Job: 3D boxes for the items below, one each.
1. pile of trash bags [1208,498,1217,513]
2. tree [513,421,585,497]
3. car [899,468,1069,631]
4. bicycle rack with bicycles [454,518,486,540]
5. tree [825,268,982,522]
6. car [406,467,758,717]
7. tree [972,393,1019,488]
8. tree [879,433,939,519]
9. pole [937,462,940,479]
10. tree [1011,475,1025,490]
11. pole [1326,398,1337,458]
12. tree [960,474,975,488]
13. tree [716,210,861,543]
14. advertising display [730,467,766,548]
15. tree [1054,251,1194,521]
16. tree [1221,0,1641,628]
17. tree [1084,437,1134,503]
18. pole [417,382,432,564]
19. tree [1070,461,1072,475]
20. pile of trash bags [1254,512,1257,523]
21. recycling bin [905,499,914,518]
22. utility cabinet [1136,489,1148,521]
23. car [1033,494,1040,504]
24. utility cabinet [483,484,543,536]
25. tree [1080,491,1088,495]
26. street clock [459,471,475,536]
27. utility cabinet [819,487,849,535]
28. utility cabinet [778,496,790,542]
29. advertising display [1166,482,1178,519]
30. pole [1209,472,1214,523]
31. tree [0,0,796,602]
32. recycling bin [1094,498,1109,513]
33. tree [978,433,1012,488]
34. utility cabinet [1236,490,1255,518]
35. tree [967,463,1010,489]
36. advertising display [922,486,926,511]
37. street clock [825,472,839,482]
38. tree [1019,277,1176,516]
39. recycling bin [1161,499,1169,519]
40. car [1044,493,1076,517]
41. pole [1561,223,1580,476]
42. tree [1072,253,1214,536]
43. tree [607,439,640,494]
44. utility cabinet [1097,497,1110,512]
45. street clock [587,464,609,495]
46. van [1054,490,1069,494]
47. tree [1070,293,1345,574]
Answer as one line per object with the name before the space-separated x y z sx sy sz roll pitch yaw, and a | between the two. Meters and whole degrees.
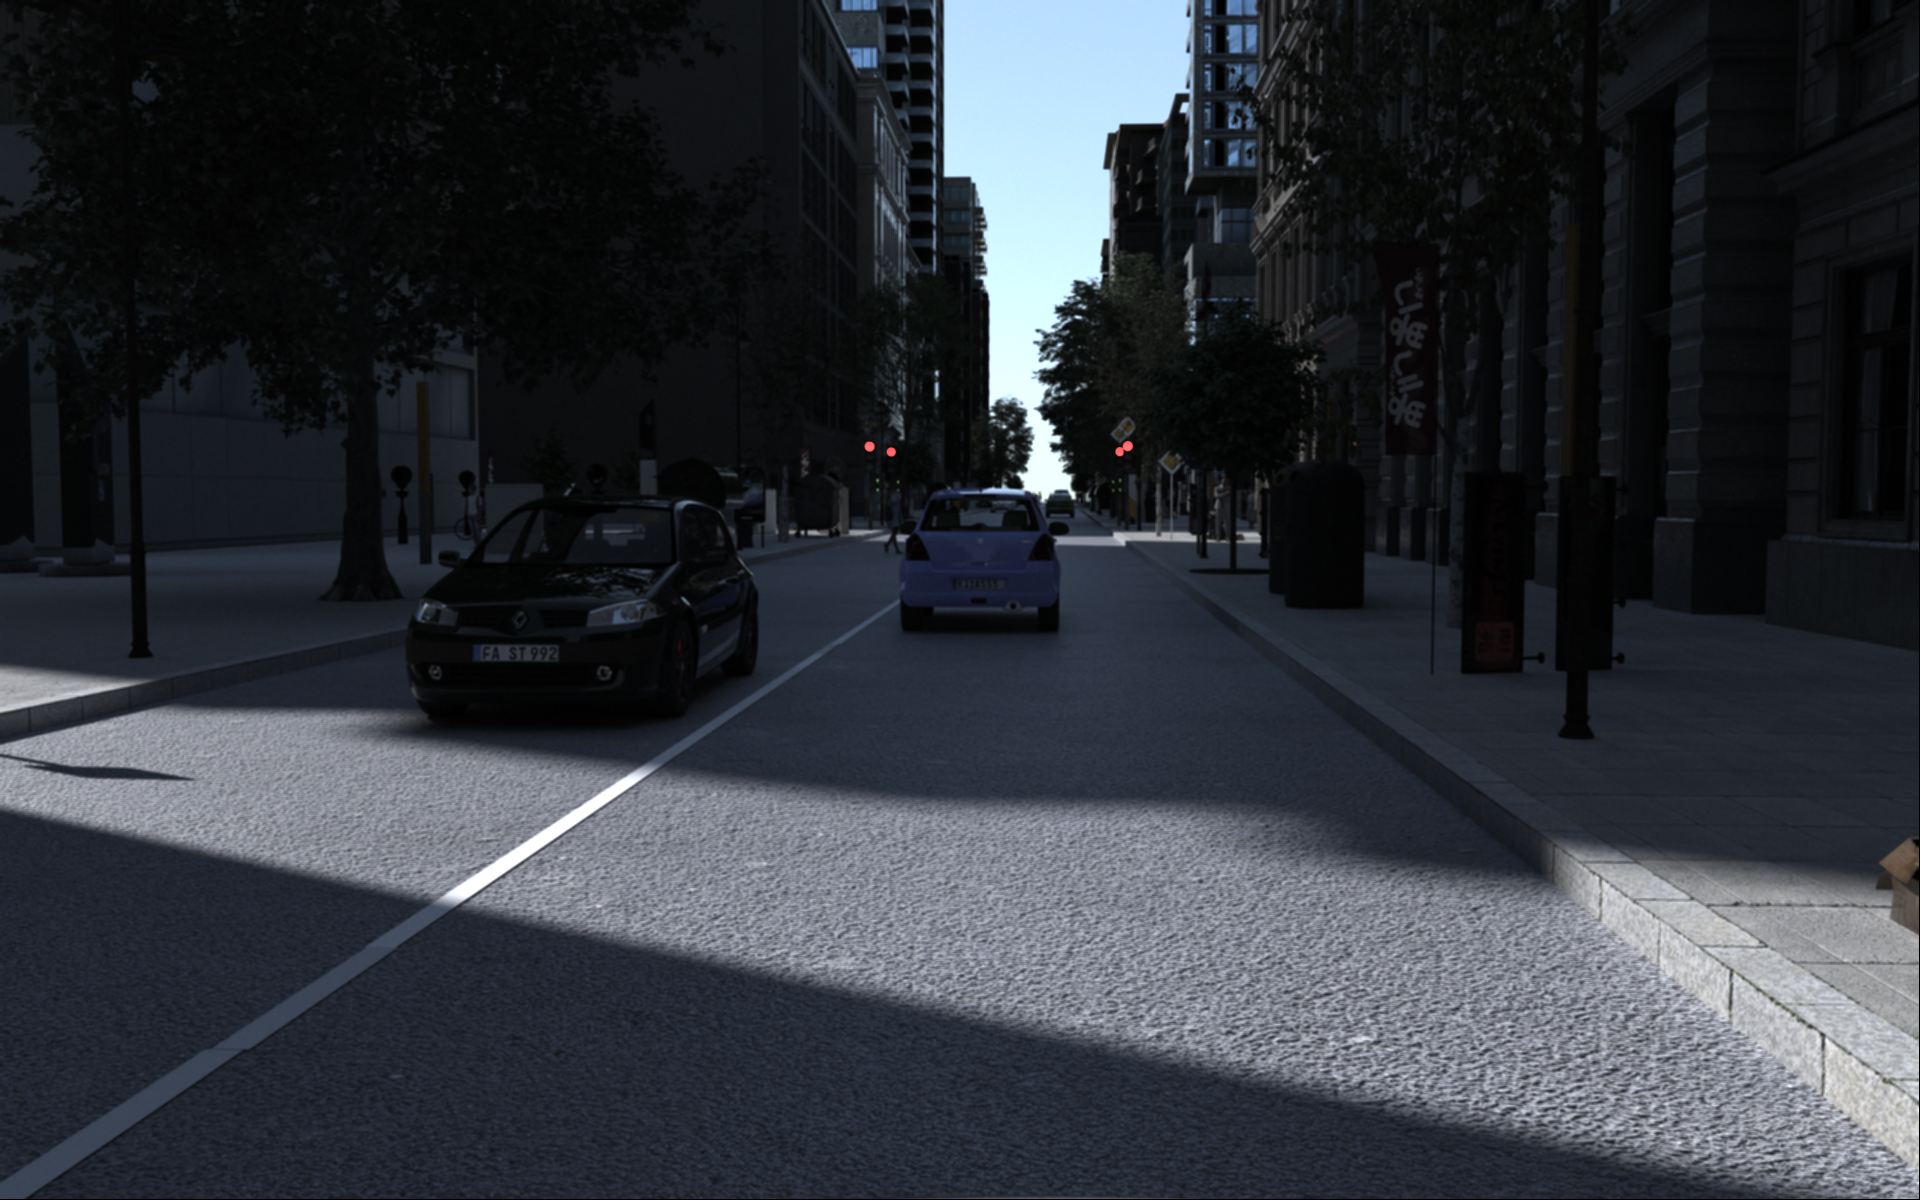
pile of trash bags | 16.476 -5.901 106.238 3.447 1.369 1.912 -1 4 -12
tree | -10.613 -3.119 45.590 1.663 3.219 1.824 0 3 0
car | 0.260 -0.601 19.422 1.945 1.707 3.694 0 4 2
bicycle rack with bicycles | -12.576 -2.192 49.220 2.925 0.926 2.852 0 4 2
tree | -2.534 -9.398 79.410 9.928 11.665 9.643 0 3 0
car | -2.556 -0.160 12.400 2.009 1.686 4.222 0 4 3
tree | 5.068 -19.207 220.686 9.857 13.997 8.962 0 3 0
tree | -2.711 -6.498 89.963 4.285 4.588 4.351 0 3 0
pole | -1.354 -7.161 110.927 0.158 3.312 0.155 0 3 0
tree | 8.706 -17.998 277.978 4.285 4.588 4.351 0 3 0
pole | 7.920 -2.639 36.995 0.158 3.312 0.155 0 3 0
tree | 0.898 -9.735 153.767 1.663 3.219 1.824 0 3 0
tree | -4.638 -5.825 45.596 4.360 8.622 3.978 0 3 0
advertising display | -5.137 -2.217 41.456 0.974 1.923 0.123 0 4 8
tree | 7.995 -9.948 80.784 7.486 12.596 7.792 0 3 0
tree | 4.741 -4.054 16.643 4.737 8.622 4.395 0 3 0
tree | 10.195 -10.010 114.018 4.737 8.622 4.395 0 3 0
pole | -9.788 -2.312 31.641 0.158 3.312 0.155 0 3 0
tree | 11.050 -11.249 134.284 4.360 8.622 3.978 0 3 0
pile of trash bags | 14.009 -4.039 75.782 1.912 1.369 3.447 0 4 1
recycling bin | -2.976 -4.929 93.141 0.722 1.027 0.722 3 4 37
utility cabinet | 8.464 -4.361 79.975 1.173 1.500 0.318 0 4 3
car | 11.186 -15.572 264.188 1.945 1.707 3.694 0 4 2
utility cabinet | -9.645 -1.765 37.540 1.173 1.500 0.318 0 4 -2
tree | 14.892 -12.710 202.402 1.663 3.219 1.824 0 3 0
street clock | -15.167 -2.982 53.326 0.471 2.002 0.358 -2 4 -25
utility cabinet | -3.961 -2.806 54.554 0.318 1.500 1.173 -3 5 -41
utility cabinet | -4.773 -2.188 46.931 0.306 1.237 1.020 0 4 -5
advertising display | 10.984 -5.180 89.899 0.123 1.923 0.974 -2 4 -25
pole | 10.962 -4.996 75.527 0.158 3.312 0.155 0 3 0
tree | -7.241 -6.352 20.864 9.611 12.733 9.660 0 3 0
recycling bin | 9.507 -6.340 116.211 0.722 1.027 0.722 -2 4 -33
tree | 4.466 -15.755 207.950 4.737 8.622 4.395 0 3 0
utility cabinet | 15.393 -5.181 93.386 1.173 1.500 0.318 -1 4 -20
tree | 2.382 -12.069 181.045 4.285 4.588 4.351 0 3 0
advertising display | -1.981 -6.649 113.924 0.974 1.923 0.123 0 4 -5
street clock | -4.250 -3.213 57.106 0.471 2.002 0.358 -1 4 -12
tree | 8.838 -11.788 99.396 9.857 13.997 8.962 0 3 0
recycling bin | 10.518 -4.808 91.166 0.722 1.027 0.722 -2 4 -26
car | 6.198 -6.027 107.342 1.959 1.807 4.718 0 4 3
pole | 4.687 -1.183 13.189 0.158 3.312 0.155 0 3 0
tree | 5.796 -6.240 52.388 4.360 8.622 3.978 0 3 0
tree | -10.452 -3.752 55.951 1.663 3.219 1.824 0 3 0
utility cabinet | 10.098 -6.928 121.951 1.173 1.500 0.318 2 4 33
street clock | -8.700 -2.266 41.620 0.471 2.002 0.358 1 4 13
van | 9.579 -9.612 164.173 2.013 2.044 4.112 0 4 2
tree | 4.562 -2.724 28.247 4.285 4.588 4.351 0 3 0
